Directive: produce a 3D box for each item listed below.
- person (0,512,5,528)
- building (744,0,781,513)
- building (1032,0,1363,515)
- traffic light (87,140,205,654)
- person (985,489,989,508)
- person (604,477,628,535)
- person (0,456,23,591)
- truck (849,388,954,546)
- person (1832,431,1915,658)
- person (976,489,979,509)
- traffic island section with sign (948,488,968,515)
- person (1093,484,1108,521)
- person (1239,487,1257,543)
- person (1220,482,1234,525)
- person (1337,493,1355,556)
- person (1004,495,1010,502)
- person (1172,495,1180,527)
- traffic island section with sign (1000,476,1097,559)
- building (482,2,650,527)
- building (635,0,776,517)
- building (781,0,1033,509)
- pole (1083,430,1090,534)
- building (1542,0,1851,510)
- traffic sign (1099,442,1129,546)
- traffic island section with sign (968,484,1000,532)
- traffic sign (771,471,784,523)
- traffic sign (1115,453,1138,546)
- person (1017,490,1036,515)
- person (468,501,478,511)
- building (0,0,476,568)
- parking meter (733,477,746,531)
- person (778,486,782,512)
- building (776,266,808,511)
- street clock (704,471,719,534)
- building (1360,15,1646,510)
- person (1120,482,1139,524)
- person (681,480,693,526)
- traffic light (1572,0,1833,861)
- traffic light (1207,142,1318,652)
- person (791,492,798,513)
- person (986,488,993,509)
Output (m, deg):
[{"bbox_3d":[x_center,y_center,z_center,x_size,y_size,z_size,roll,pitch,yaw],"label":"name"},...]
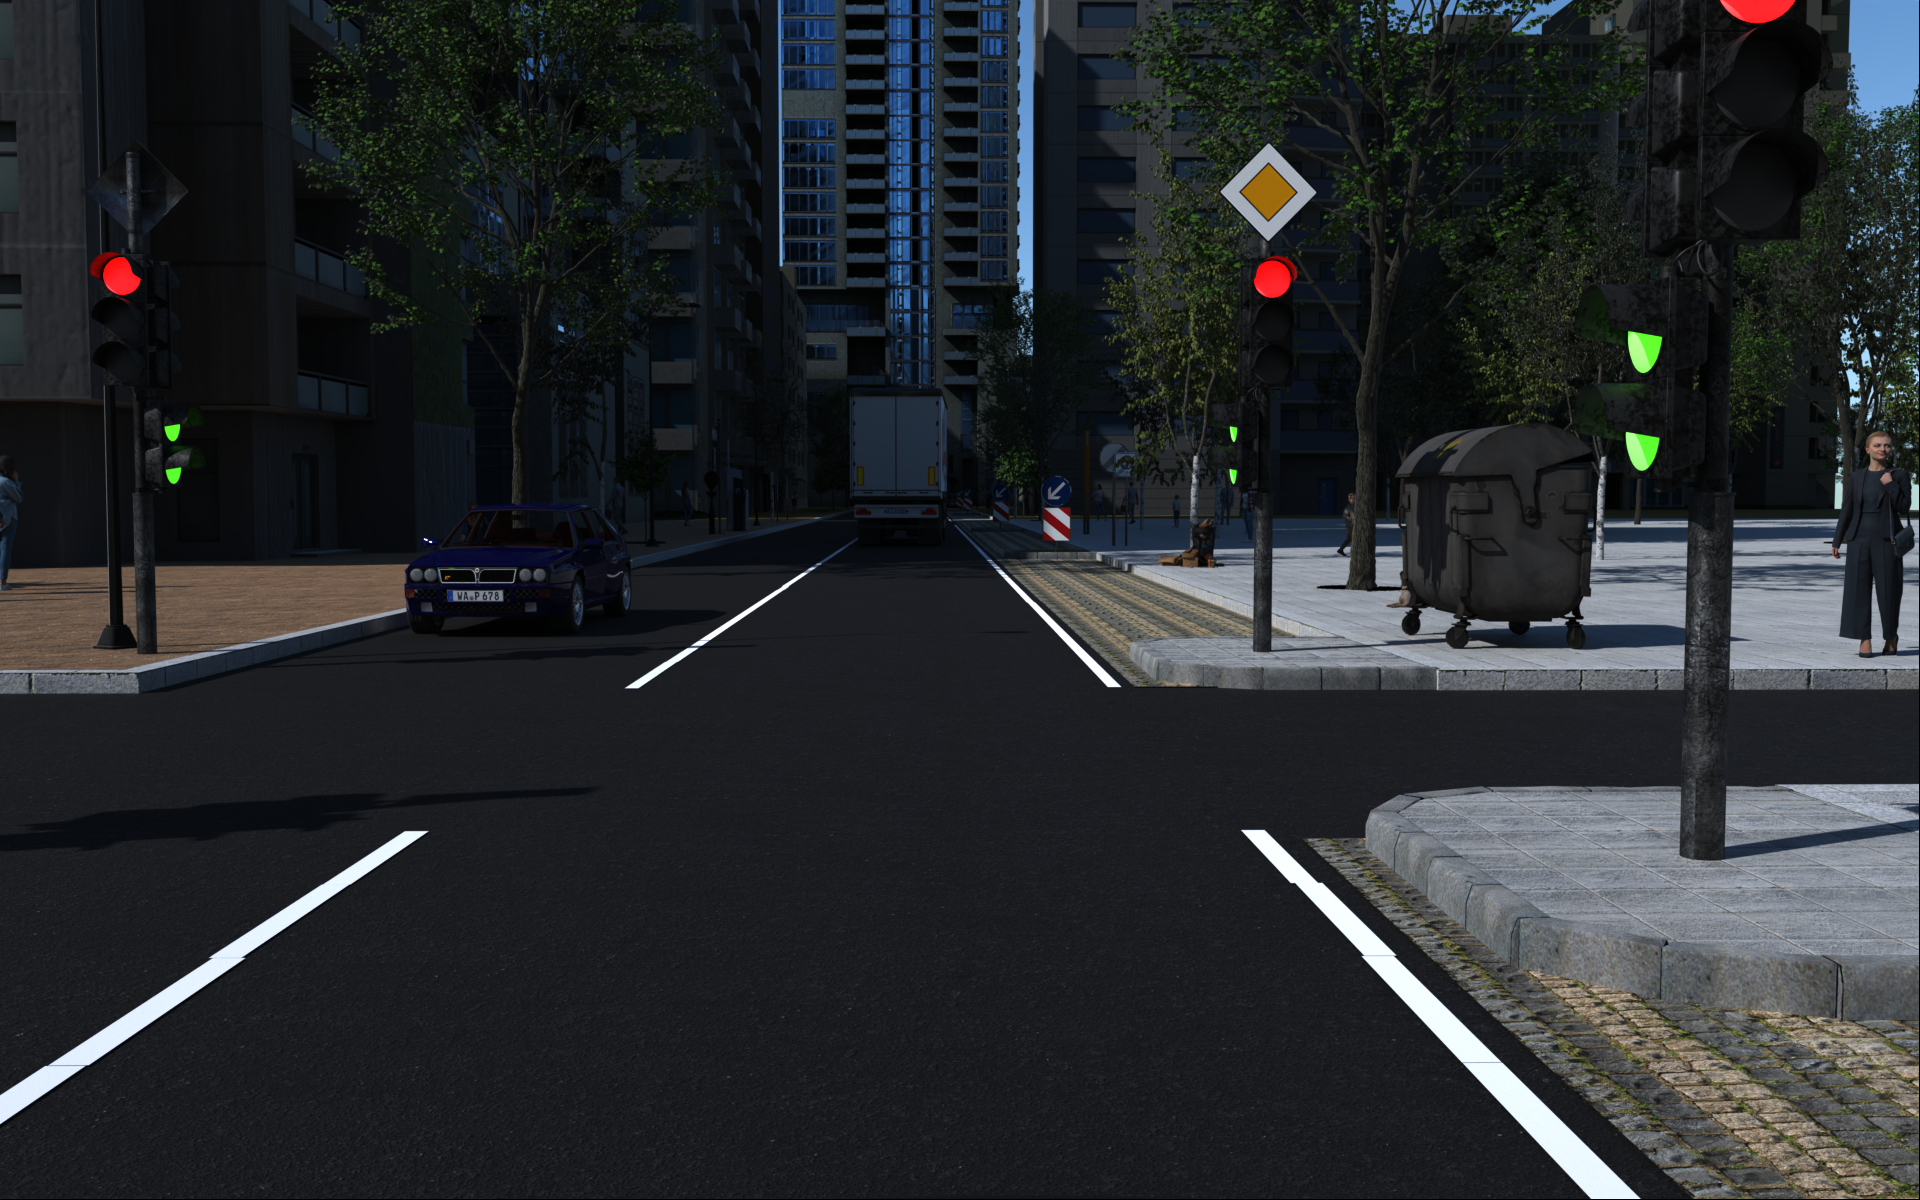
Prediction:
[{"bbox_3d":[-12.525,-0.949,21.907,0.721,1.781,0.623,2,4,32],"label":"person"},{"bbox_3d":[-20.610,-29.086,125.662,14.600,45.320,14.200,0,4,-1],"label":"building"},{"bbox_3d":[15.410,-35.125,116.297,21.231,58.520,28.212,0,4,-1],"label":"building"},{"bbox_3d":[-6.515,-1.522,13.800,0.839,4.253,0.868,0,4,-1],"label":"traffic light"},{"bbox_3d":[2.531,-9.189,156.288,0.705,1.823,1.348,-1,4,-21],"label":"person"},{"bbox_3d":[-10.722,-2.933,54.113,0.853,1.813,0.709,1,4,16],"label":"person"},{"bbox_3d":[-12.806,-1.023,23.026,0.793,1.790,0.793,-1,4,-16],"label":"person"},{"bbox_3d":[-1.649,-3.824,51.434,2.839,4.237,11.283,0,4,0],"label":"truck"},{"bbox_3d":[7.223,-0.442,13.698,0.576,1.772,0.534,2,4,25],"label":"person"},{"bbox_3d":[1.419,-8.711,149.194,0.721,1.735,1.217,0,4,1],"label":"person"},{"bbox_3d":[0.391,-6.577,116.159,1.989,1.847,2.006,0,4,-1],"label":"traffic island section with sign"},{"bbox_3d":[6.649,-4.591,81.695,0.593,1.750,0.643,-3,4,-36],"label":"person"},{"bbox_3d":[7.663,-2.385,45.883,0.643,1.720,0.563,-3,4,-36],"label":"person"},{"bbox_3d":[11.163,-4.061,72.546,0.635,1.810,0.391,0,4,4],"label":"person"},{"bbox_3d":[8.045,-1.545,35.581,0.640,1.303,0.475,3,4,37],"label":"person"},{"bbox_3d":[3.898,-8.617,146.933,0.705,1.824,1.348,2,4,33],"label":"person"},{"bbox_3d":[8.370,-3.450,67.134,0.332,1.250,0.352,1,4,14],"label":"person"},{"bbox_3d":[1.989,-1.842,38.742,1.989,1.847,2.006,0,4,-1],"label":"traffic island section with sign"},{"bbox_3d":[-23.485,-45.938,63.754,22.319,86.520,31.000,0,4,-1],"label":"building"},{"bbox_3d":[-23.760,-29.575,103.157,23.786,49.044,30.456,0,4,-1],"label":"building"},{"bbox_3d":[-6.844,-53.311,184.308,31.000,86.520,22.319,0,4,-1],"label":"building"},{"bbox_3d":[4.037,-3.755,55.237,0.158,3.312,0.155,0,3,0],"label":"pole"},{"bbox_3d":[64.919,-32.323,152.175,21.600,48.544,21.300,0,4,-1],"label":"building"},{"bbox_3d":[3.808,-2.612,42.811,0.768,2.556,0.104,0,4,-1],"label":"traffic sign"},{"bbox_3d":[1.419,-3.515,66.093,1.989,1.847,2.006,0,4,-1],"label":"traffic island section with sign"},{"bbox_3d":[-8.139,-4.591,77.197,0.606,2.300,0.079,0,4,2],"label":"traffic sign"},{"bbox_3d":[4.103,-2.481,42.701,0.606,2.300,0.079,0,4,-1],"label":"traffic sign"},{"bbox_3d":[4.062,-6.165,106.928,1.350,1.814,0.705,1,4,22],"label":"person"},{"bbox_3d":[-9.053,-1.302,32.825,1.012,1.151,0.738,-2,4,-29],"label":"person"},{"bbox_3d":[-18.866,-21.477,34.739,14.154,41.232,14.086,0,4,-1],"label":"building"},{"bbox_3d":[-7.590,-3.299,59.644,0.399,1.863,0.255,1,4,12],"label":"parking meter"},{"bbox_3d":[-12.746,-7.094,122.045,0.705,1.822,1.348,0,4,-4],"label":"person"},{"bbox_3d":[-28.473,-18.528,147.975,28.899,21.520,27.650,0,4,-1],"label":"building"},{"bbox_3d":[-7.902,-3.092,55.125,0.471,2.002,0.358,0,4,-6],"label":"street clock"},{"bbox_3d":[42.240,-27.801,146.428,23.993,40.220,32.217,0,4,-1],"label":"building"},{"bbox_3d":[7.372,-4.198,74.795,0.709,1.813,0.853,-3,4,-38],"label":"person"},{"bbox_3d":[-10.787,-3.824,68.569,0.555,1.821,0.388,3,4,36],"label":"person"},{"bbox_3d":[2.608,-1.046,6.016,0.839,4.253,0.868,0,4,-1],"label":"traffic light"},{"bbox_3d":[2.444,-1.534,13.999,0.839,4.253,0.868,0,4,-1],"label":"traffic light"},{"bbox_3d":[-10.945,-6.435,114.447,0.628,1.438,0.799,-3,5,-39],"label":"person"},{"bbox_3d":[2.524,-8.661,147.517,0.709,1.838,0.599,-3,4,-38],"label":"person"}]
